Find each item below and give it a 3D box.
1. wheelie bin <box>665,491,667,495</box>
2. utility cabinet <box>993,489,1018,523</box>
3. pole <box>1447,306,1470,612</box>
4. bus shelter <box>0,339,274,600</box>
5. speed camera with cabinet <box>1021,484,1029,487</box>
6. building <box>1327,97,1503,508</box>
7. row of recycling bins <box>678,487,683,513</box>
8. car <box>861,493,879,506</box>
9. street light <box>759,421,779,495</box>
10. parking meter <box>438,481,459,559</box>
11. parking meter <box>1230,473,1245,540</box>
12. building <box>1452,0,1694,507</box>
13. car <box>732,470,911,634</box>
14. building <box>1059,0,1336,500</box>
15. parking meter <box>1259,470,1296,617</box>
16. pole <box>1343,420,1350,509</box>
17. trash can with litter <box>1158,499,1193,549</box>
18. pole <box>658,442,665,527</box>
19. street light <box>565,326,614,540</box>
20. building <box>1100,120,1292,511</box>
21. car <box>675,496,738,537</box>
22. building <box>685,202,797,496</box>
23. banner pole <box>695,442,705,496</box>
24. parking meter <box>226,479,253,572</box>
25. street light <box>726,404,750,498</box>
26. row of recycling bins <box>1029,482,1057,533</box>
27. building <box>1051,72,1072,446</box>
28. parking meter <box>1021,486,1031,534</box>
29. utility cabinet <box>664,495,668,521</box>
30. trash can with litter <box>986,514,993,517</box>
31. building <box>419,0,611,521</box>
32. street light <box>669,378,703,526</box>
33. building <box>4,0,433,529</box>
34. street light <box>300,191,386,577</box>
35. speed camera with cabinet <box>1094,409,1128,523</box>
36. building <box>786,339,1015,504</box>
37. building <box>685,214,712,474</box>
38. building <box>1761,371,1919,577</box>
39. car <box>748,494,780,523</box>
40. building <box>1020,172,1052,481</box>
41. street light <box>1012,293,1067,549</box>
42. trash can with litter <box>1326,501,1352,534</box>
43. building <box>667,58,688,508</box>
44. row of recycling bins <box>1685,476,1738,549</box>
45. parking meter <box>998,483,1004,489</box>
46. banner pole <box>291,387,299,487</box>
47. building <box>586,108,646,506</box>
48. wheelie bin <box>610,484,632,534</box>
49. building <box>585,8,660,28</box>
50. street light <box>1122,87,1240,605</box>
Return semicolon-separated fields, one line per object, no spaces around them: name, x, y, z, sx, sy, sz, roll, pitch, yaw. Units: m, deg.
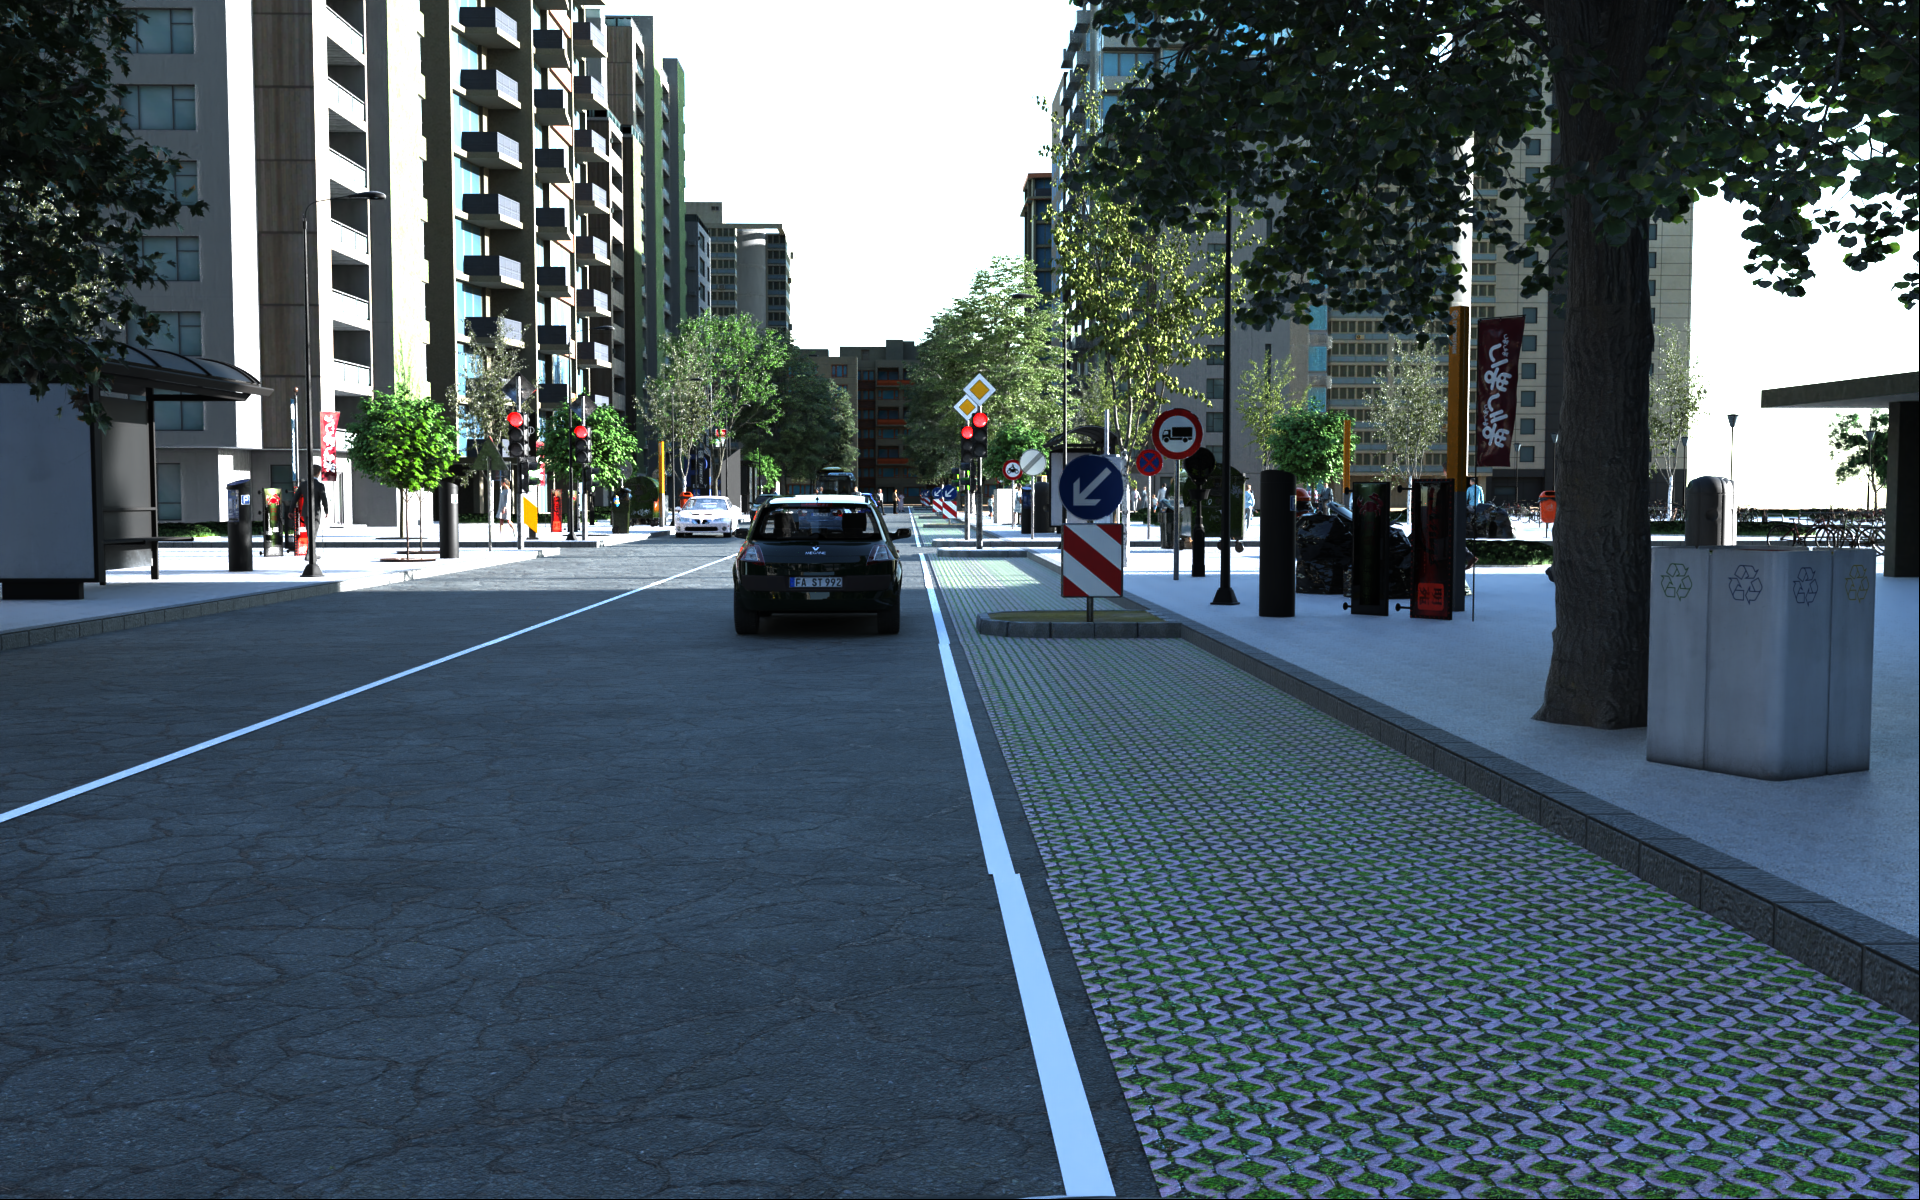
wheelie bin;-14.656;-4.683;84.481;0.693;1.594;0.980;-3;5;-41
utility cabinet;2.008;-4.087;75.494;1.173;1.500;0.318;-3;4;-35
pole;5.424;-1.533;18.905;0.158;3.312;0.155;0;3;0
bus shelter;-11.309;-1.809;23.497;2.014;3.302;5.546;0;4;-2
speed camera with cabinet;4.051;-6.496;100.539;0.660;3.252;2.038;1;4;17
building;38.745;-29.438;173.194;23.993;40.220;32.217;0;4;-2
row of recycling bins;-13.821;-4.937;87.826;1.069;1.692;3.534;-1;4;-10
car;-6.193;-6.186;110.727;1.945;1.707;3.694;0;4;-1
street light;-12.179;-8.403;109.929;1.470;5.913;1.316;0;4;-2
parking meter;-10.189;-1.597;34.526;0.372;1.533;0.369;0;3;0
parking meter;7.771;-2.619;48.539;0.399;1.863;0.255;2;4;26
building;61.245;-45.290;178.745;20.611;71.187;20.563;0;4;-2
car;-1.530;-0.572;19.144;2.009;1.686;4.222;0;4;-3
building;20.907;-32.982;158.871;23.786;49.044;30.456;0;4;-2
parking meter;3.332;-0.597;18.165;0.372;1.533;0.369;0;3;0
pole;10.653;-3.298;47.766;0.158;3.312;0.155;0;3;0
trash can with litter;5.164;-1.783;40.540;1.055;1.170;0.624;2;4;32
pole;-11.631;-4.504;67.489;0.158;3.312;0.155;0;3;0
street light;-10.238;-4.611;47.934;1.470;5.913;1.316;0;4;-2
building;17.849;-22.348;137.091;14.160;30.474;14.107;0;4;-2
car;-8.556;-2.836;58.737;2.083;1.381;4.827;0;4;-3
building;-34.480;-33.093;232.951;23.993;40.220;32.217;0;4;-2
banner pole;-12.440;-5.662;82.588;0.863;3.779;0.401;3;5;44
parking meter;-11.951;-1.243;28.735;0.372;1.533;0.369;0;3;0
street light;-11.535;-7.163;89.658;1.470;5.913;1.316;0;4;-2
row of recycling bins;2.811;-3.160;58.783;1.069;1.692;3.534;0;4;6
building;17.022;-32.480;181.160;14.600;45.320;14.200;0;4;-2
parking meter;2.167;-2.910;55.982;0.372;1.533;0.369;0;3;0
utility cabinet;-14.214;-4.295;81.389;1.020;1.237;0.306;-3;5;-42
trash can with litter;2.131;-5.354;98.597;1.678;1.210;2.233;-2;4;-31
building;-31.428;-26.863;93.827;22.147;44.769;28.867;0;4;-2
street light;-10.959;-5.923;69.384;1.470;5.913;1.316;0;4;-2
building;-28.973;-23.302;64.576;14.154;41.232;14.086;0;4;-2
street light;-9.504;-3.313;26.706;1.470;5.913;1.316;0;4;-2
speed camera with cabinet;3.418;-2.784;39.861;0.660;3.252;2.038;1;4;16
building;-7.872;-23.652;231.746;28.899;21.520;27.650;0;4;-2
building;-33.262;-24.994;180.354;14.107;30.474;14.160;0;4;-2
building;24.410;-21.945;13.426;22.147;44.769;28.867;0;4;-2
car;-9.367;-4.618;85.290;2.009;1.686;4.222;0;4;-2
building;21.105;-35.101;228.528;28.867;44.769;22.147;0;4;-2
street light;1.895;-4.141;40.242;1.470;5.913;1.316;0;4;-2
trash can with litter;6.142;-0.938;26.731;1.055;1.170;0.624;3;4;36
building;-32.754;-28.988;157.541;14.154;41.232;14.086;0;4;-2
row of recycling bins;17.377;-2.010;39.984;1.069;1.692;3.534;2;4;27
parking meter;2.132;-5.173;90.297;0.255;1.863;0.399;0;4;-6
banner pole;-15.473;-3.076;40.315;0.401;3.779;0.863;-1;4;-11
building;-31.682;-21.881;129.452;14.160;30.474;14.107;0;4;-2
wheelie bin;-10.988;-2.951;56.153;0.693;1.594;0.980;-1;4;-10
building;-32.483;-28.128;143.483;14.154;41.232;14.086;0;4;-2
street light;2.545;-2.901;19.970;1.470;5.913;1.316;0;4;-2
